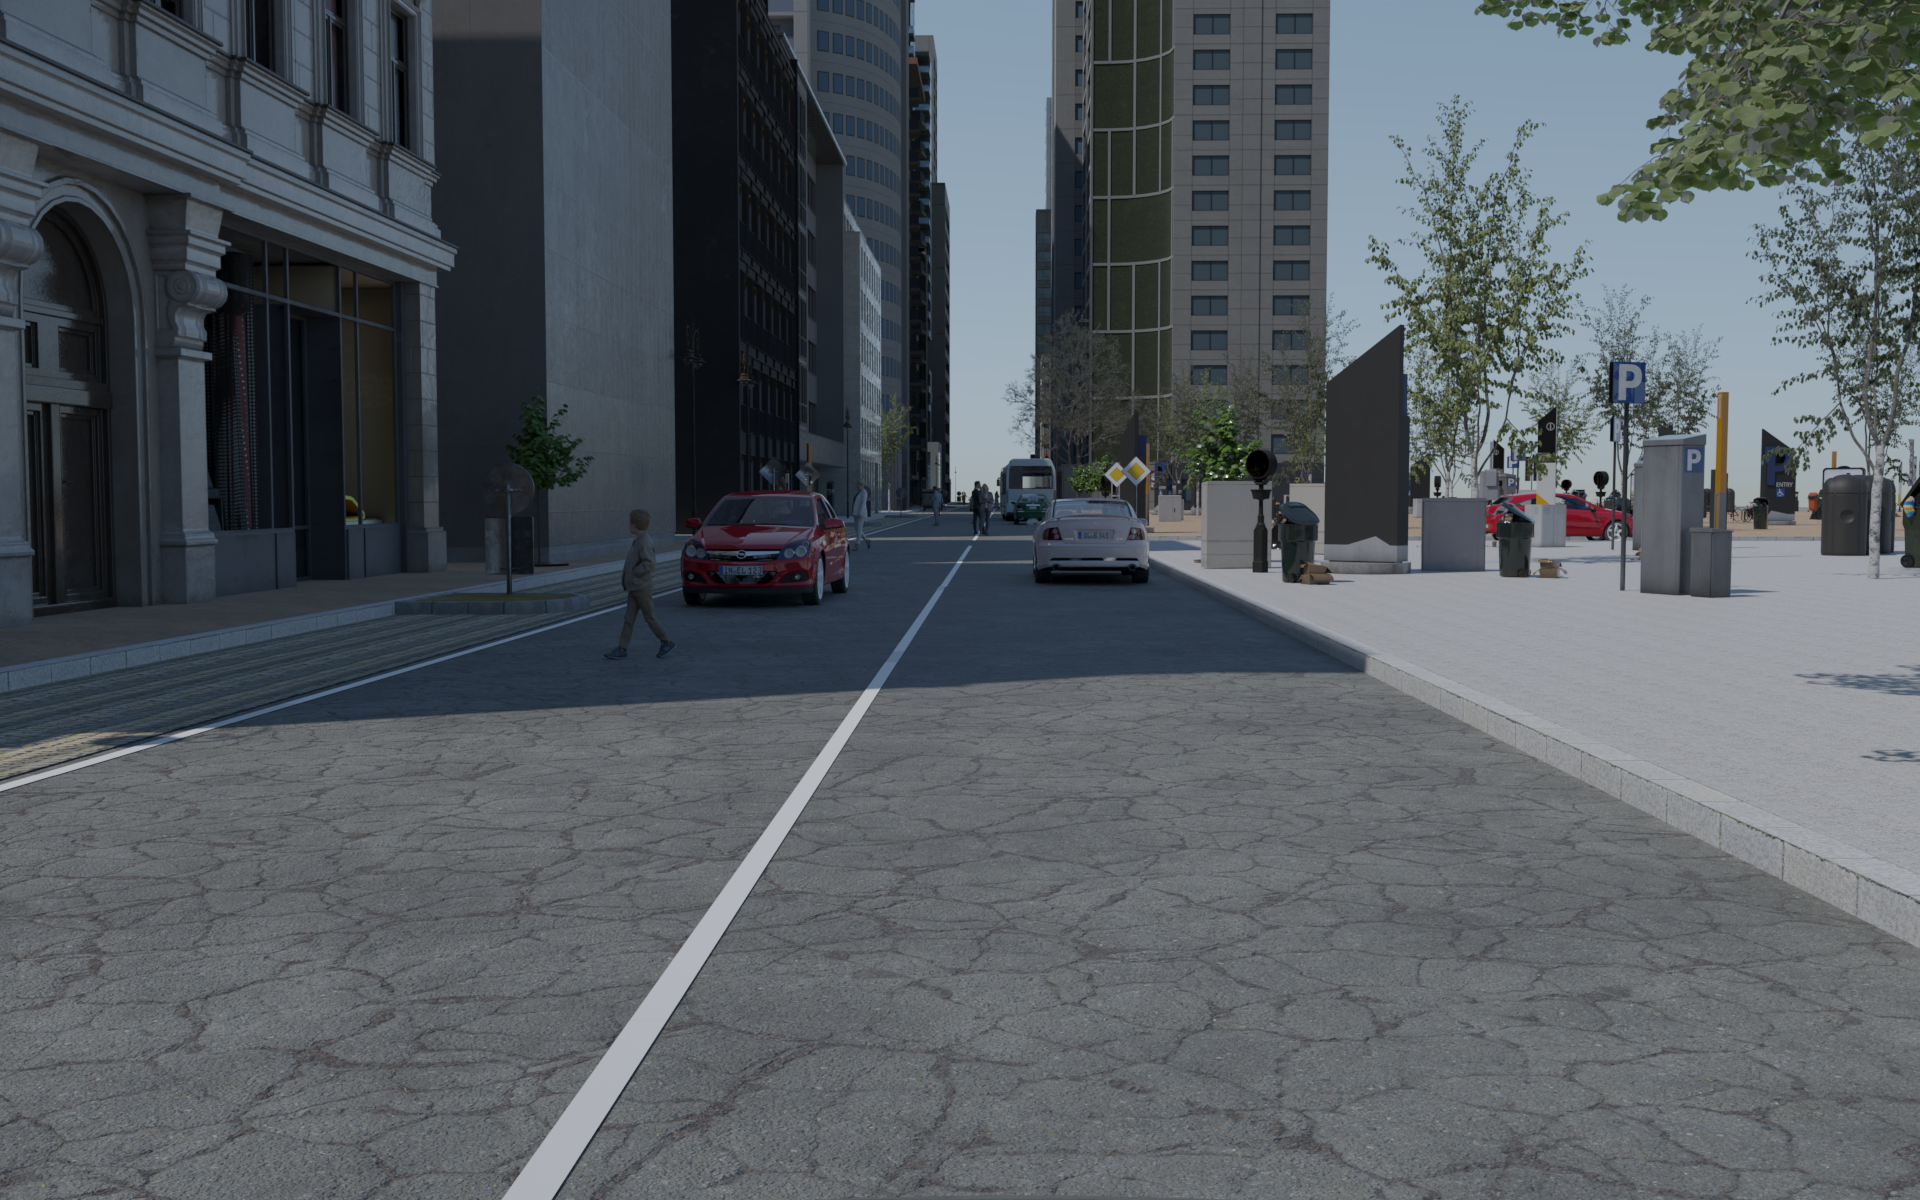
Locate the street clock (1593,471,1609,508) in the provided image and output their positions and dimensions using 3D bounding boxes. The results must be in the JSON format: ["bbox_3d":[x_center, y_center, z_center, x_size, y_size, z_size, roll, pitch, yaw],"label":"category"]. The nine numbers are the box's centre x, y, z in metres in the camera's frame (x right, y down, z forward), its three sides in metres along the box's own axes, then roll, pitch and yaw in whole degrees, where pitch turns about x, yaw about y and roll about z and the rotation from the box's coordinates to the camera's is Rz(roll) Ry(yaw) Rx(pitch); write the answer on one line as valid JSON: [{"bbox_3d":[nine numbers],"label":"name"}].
[{"bbox_3d":[20.116,-3.047,54.387,0.358,2.002,0.471,-1,4,-20],"label":"street clock"}]

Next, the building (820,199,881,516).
[{"bbox_3d":[-10.761,-15.554,109.063,10.420,20.320,16.860,0,4,1],"label":"building"}]

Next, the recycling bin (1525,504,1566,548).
[{"bbox_3d":[14.157,-1.795,41.902,0.722,1.027,0.722,-1,4,-14],"label":"recycling bin"}]

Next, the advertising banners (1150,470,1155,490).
[{"bbox_3d":[14.954,-8.045,127.720,2.074,3.025,0.090,1,4,17],"label":"advertising banners"}]

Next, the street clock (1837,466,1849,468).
[{"bbox_3d":[22.552,-2.427,44.253,0.471,2.002,0.358,1,4,15],"label":"street clock"}]

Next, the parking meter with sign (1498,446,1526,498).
[{"bbox_3d":[20.072,-4.114,63.523,0.543,3.016,1.738,0,4,-8],"label":"parking meter with sign"}]

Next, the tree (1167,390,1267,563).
[{"bbox_3d":[4.963,-2.298,32.166,1.663,3.219,1.824,0,3,0],"label":"tree"}]

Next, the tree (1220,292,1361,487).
[{"bbox_3d":[12.578,-6.900,63.171,4.360,8.622,3.978,0,3,0],"label":"tree"}]

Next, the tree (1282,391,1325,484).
[{"bbox_3d":[24.986,-10.648,124.451,4.737,8.622,4.395,0,3,0],"label":"tree"}]

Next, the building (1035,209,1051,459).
[{"bbox_3d":[17.828,-34.642,249.986,14.154,41.232,14.086,0,4,1],"label":"building"}]

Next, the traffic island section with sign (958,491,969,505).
[{"bbox_3d":[-0.050,-13.952,236.748,1.989,1.847,2.006,0,4,1],"label":"traffic island section with sign"}]

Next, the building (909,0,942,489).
[{"bbox_3d":[-13.417,-55.957,227.567,22.319,86.520,31.000,0,4,1],"label":"building"}]

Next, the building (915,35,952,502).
[{"bbox_3d":[-11.765,-51.227,275.807,20.563,71.187,20.611,0,4,1],"label":"building"}]

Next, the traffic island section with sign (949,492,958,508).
[{"bbox_3d":[-1.506,-10.526,180.735,1.989,1.847,2.006,0,4,1],"label":"traffic island section with sign"}]

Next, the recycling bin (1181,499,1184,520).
[{"bbox_3d":[10.404,-4.388,84.298,0.722,1.027,0.722,-3,4,-36],"label":"recycling bin"}]

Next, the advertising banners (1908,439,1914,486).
[{"bbox_3d":[30.722,-3.631,55.560,2.074,3.025,0.090,-3,5,-44],"label":"advertising banners"}]

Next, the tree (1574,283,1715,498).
[{"bbox_3d":[23.177,-6.711,60.091,4.360,8.622,3.978,0,3,0],"label":"tree"}]

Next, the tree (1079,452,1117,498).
[{"bbox_3d":[6.593,-5.048,77.140,1.663,3.219,1.824,0,3,0],"label":"tree"}]

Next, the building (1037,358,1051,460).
[{"bbox_3d":[24.342,-23.481,228.958,27.650,21.520,28.899,0,4,1],"label":"building"}]

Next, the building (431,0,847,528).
[{"bbox_3d":[-13.989,-16.290,85.416,14.314,24.678,30.058,0,4,1],"label":"building"}]

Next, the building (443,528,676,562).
[{"bbox_3d":[-22.410,-13.457,39.090,30.058,24.678,14.314,0,4,1],"label":"building"}]

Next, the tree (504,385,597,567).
[{"bbox_3d":[-7.526,-2.212,30.774,1.663,3.219,1.824,0,3,0],"label":"tree"}]

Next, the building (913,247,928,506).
[{"bbox_3d":[-10.908,-25.811,193.704,14.160,30.474,14.107,0,4,1],"label":"building"}]

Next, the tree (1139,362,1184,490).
[{"bbox_3d":[11.638,-8.713,92.825,4.360,8.622,3.978,0,3,0],"label":"tree"}]

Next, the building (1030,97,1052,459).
[{"bbox_3d":[22.391,-58.636,271.368,22.319,86.520,31.000,0,4,1],"label":"building"}]

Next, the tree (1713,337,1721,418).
[{"bbox_3d":[31.155,-7.639,75.261,4.360,8.622,3.978,0,3,0],"label":"tree"}]

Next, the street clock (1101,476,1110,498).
[{"bbox_3d":[5.707,-3.878,67.978,0.358,2.002,0.471,-1,4,-18],"label":"street clock"}]

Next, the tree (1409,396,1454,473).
[{"bbox_3d":[33.734,-10.700,125.304,4.360,8.622,3.978,0,3,0],"label":"tree"}]

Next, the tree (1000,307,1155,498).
[{"bbox_3d":[7.731,-12.494,114.654,12.009,13.543,11.850,0,3,0],"label":"tree"}]

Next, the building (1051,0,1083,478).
[{"bbox_3d":[19.438,-38.376,169.452,21.231,58.520,28.212,0,4,1],"label":"building"}]

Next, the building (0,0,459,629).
[{"bbox_3d":[-13.573,-9.658,8.813,10.553,20.767,40.483,0,4,1],"label":"building"}]

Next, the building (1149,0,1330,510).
[{"bbox_3d":[18.718,-43.208,144.710,20.563,71.187,20.611,0,4,1],"label":"building"}]

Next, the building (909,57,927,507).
[{"bbox_3d":[-14.719,-31.638,171.912,22.147,44.769,28.867,0,4,1],"label":"building"}]

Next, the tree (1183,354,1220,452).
[{"bbox_3d":[13.695,-8.293,85.953,4.360,8.622,3.978,0,3,0],"label":"tree"}]

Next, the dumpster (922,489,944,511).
[{"bbox_3d":[-2.289,-8.405,145.641,1.865,1.857,1.264,0,4,3],"label":"dumpster"}]

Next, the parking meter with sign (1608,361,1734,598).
[{"bbox_3d":[9.102,-1.582,22.125,0.543,3.016,1.738,-1,4,-22],"label":"parking meter with sign"}]

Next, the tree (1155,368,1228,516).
[{"bbox_3d":[13.603,-9.189,100.607,4.737,8.622,4.395,0,3,0],"label":"tree"}]

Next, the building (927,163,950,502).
[{"bbox_3d":[-12.470,-38.639,255.443,21.300,48.544,21.600,0,4,1],"label":"building"}]

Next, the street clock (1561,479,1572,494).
[{"bbox_3d":[29.780,-4.924,85.078,0.471,2.002,0.358,3,5,43],"label":"street clock"}]

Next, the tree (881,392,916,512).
[{"bbox_3d":[-5.307,-10.614,123.903,4.737,8.622,4.395,0,3,0],"label":"tree"}]

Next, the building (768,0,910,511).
[{"bbox_3d":[-15.466,-36.759,143.015,21.231,58.520,28.212,0,4,1],"label":"building"}]

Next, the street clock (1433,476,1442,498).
[{"bbox_3d":[18.806,-3.894,68.234,0.358,2.002,0.471,1,4,22],"label":"street clock"}]

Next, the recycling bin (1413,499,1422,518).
[{"bbox_3d":[24.796,-4.928,93.135,0.722,1.027,0.722,0,4,1],"label":"recycling bin"}]

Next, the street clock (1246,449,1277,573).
[{"bbox_3d":[4.905,-1.447,28.227,0.471,2.002,0.358,3,5,43],"label":"street clock"}]

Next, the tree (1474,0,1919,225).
[{"bbox_3d":[5.460,-5.475,7.649,7.486,12.596,7.792,0,3,0],"label":"tree"}]

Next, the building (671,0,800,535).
[{"bbox_3d":[-12.840,-14.197,61.805,12.332,23.373,15.834,0,4,1],"label":"building"}]

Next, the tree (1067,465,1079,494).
[{"bbox_3d":[7.207,-6.118,94.632,1.663,3.219,1.824,0,3,0],"label":"tree"}]
